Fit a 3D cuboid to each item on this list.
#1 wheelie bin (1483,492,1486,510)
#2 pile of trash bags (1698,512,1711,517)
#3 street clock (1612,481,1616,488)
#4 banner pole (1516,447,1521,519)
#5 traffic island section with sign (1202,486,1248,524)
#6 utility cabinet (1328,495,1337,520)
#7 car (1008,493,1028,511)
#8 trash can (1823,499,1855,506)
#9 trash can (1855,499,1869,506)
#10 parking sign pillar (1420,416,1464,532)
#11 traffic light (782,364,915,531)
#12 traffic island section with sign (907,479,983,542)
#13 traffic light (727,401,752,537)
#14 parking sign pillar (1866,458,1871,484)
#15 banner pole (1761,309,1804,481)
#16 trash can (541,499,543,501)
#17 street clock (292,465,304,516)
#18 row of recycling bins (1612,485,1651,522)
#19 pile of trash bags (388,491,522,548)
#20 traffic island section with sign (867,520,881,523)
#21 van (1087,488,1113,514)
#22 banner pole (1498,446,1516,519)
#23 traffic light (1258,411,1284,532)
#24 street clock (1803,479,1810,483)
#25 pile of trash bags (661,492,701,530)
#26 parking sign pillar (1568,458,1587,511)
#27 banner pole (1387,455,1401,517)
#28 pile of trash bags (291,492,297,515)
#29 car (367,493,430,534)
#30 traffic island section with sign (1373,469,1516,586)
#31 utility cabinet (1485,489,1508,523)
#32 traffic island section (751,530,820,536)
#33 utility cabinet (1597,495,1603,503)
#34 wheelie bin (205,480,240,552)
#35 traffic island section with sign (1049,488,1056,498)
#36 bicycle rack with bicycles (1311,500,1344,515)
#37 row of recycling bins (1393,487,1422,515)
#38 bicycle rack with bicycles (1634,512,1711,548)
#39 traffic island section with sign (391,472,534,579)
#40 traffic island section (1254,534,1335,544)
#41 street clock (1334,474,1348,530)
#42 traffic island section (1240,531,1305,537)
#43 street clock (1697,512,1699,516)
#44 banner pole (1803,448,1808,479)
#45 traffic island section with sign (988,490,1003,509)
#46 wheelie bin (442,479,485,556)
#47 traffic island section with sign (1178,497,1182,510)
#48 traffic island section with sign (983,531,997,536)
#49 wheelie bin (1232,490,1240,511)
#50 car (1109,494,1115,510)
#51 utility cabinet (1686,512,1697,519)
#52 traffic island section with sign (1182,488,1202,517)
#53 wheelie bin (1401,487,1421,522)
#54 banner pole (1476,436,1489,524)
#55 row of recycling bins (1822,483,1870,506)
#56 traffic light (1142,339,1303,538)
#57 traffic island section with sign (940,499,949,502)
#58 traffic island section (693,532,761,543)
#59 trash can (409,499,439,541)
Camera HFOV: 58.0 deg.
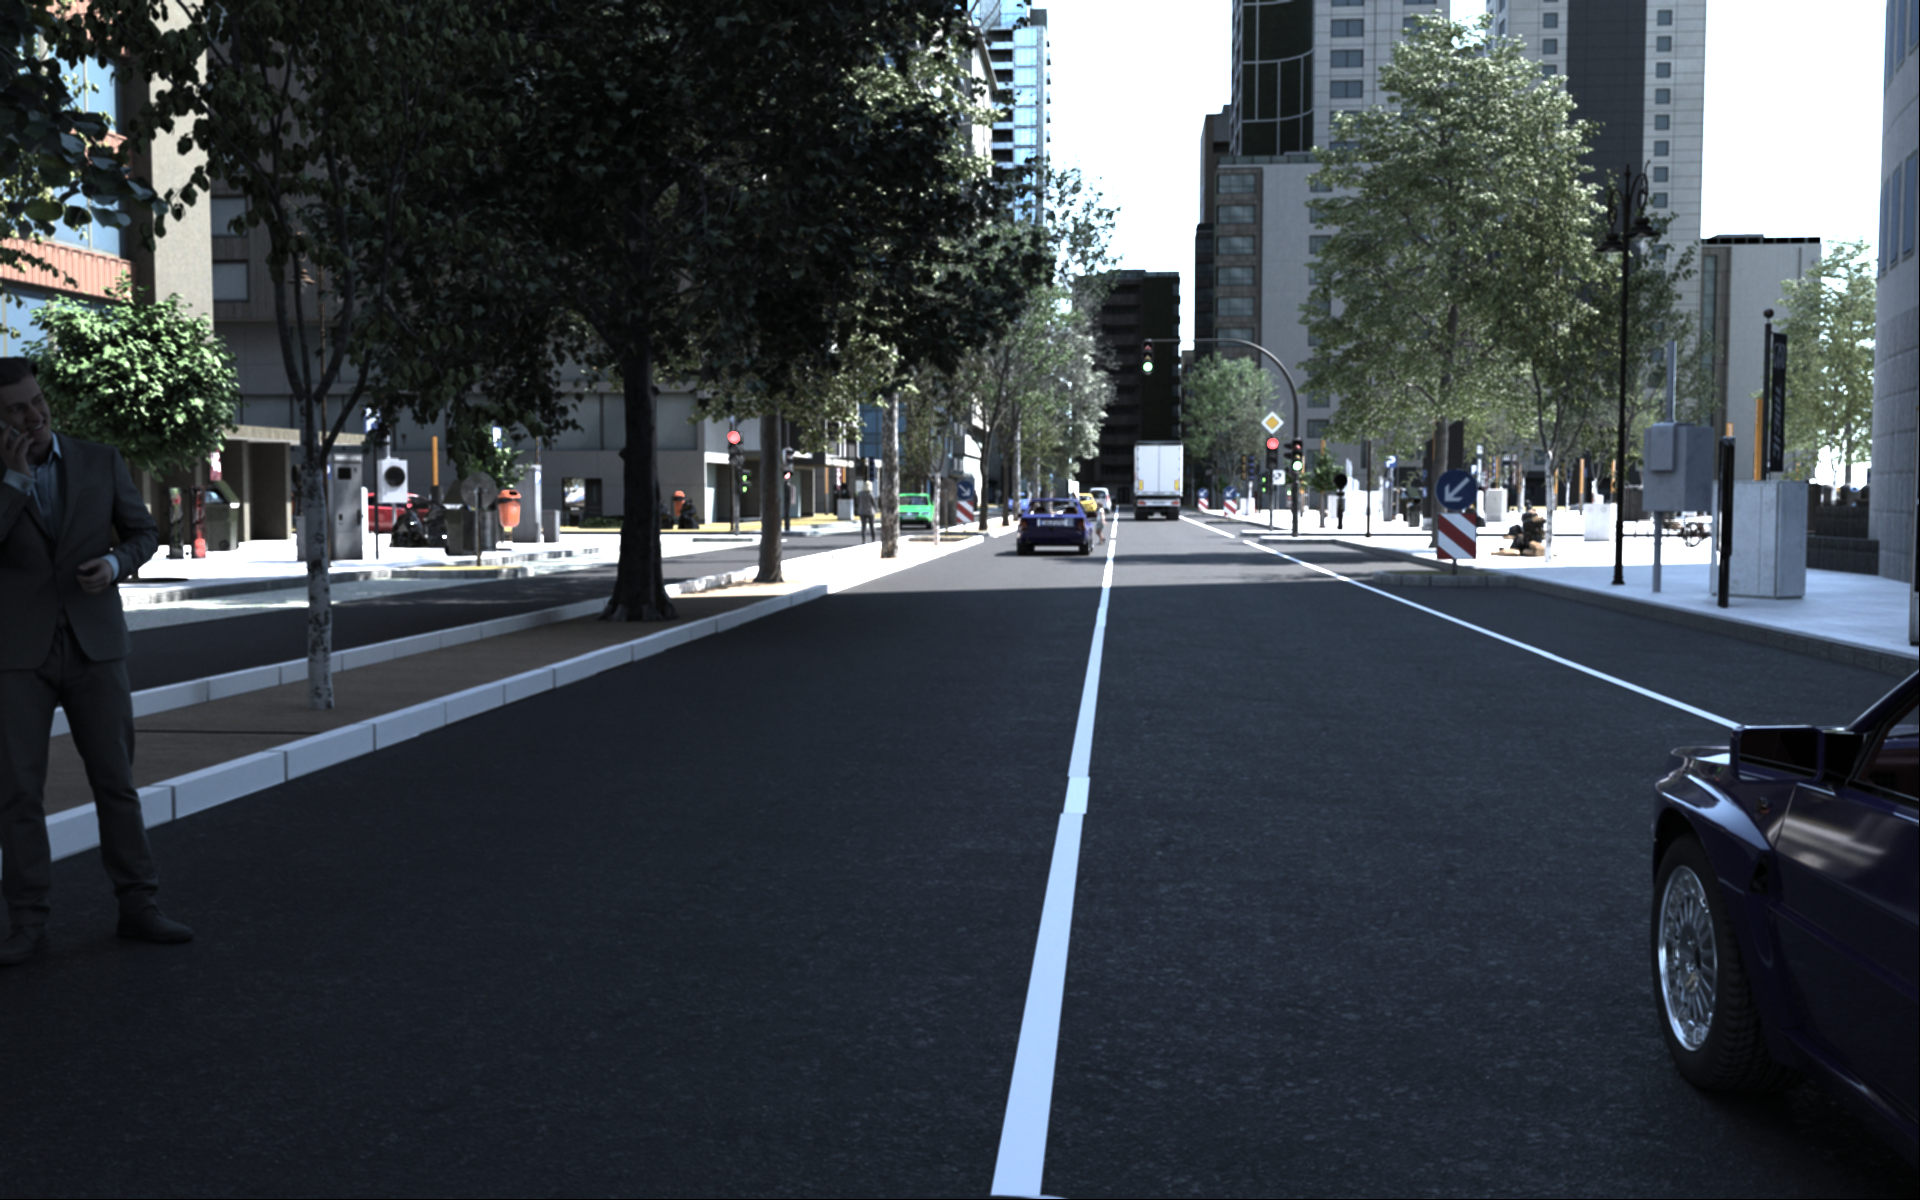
[{"bbox_3d":[35.663,-6.673,117.006,0.693,1.594,0.980,0,4,3],"label":"wheelie bin"},{"bbox_3d":[42.202,-5.472,99.226,3.447,1.369,1.912,1,4,8],"label":"pile of trash bags"},{"bbox_3d":[35.623,-5.463,93.888,0.358,2.002,0.471,-3,5,-39],"label":"street clock"},{"bbox_3d":[29.129,-6.156,90.665,0.401,3.779,0.863,-1,4,-21],"label":"banner pole"},{"bbox_3d":[12.883,-4.589,83.662,1.989,1.847,2.006,0,4,5],"label":"traffic island section with sign"},{"bbox_3d":[18.730,-4.643,87.071,0.306,1.237,1.020,0,4,2],"label":"utility cabinet"},{"bbox_3d":[4.887,-8.261,144.654,1.945,1.707,3.694,0,4,4],"label":"car"},{"bbox_3d":[20.847,-1.825,41.492,0.748,1.137,0.748,0,3,0],"label":"trash can"},{"bbox_3d":[26.010,-2.323,49.637,0.748,1.137,0.748,0,3,0],"label":"trash can"},{"bbox_3d":[16.631,-4.355,59.675,1.447,3.967,1.447,-1,4,-10],"label":"parking sign pillar"},{"bbox_3d":[-3.906,-5.223,60.058,4.771,5.953,1.251,0,4,5],"label":"traffic light"},{"bbox_3d":[-0.469,-2.686,52.058,2.006,1.907,1.989,0,4,5],"label":"traffic island section with sign"},{"bbox_3d":[-6.729,-3.874,52.263,0.839,4.253,0.868,0,4,5],"label":"traffic light"},{"bbox_3d":[65.744,-8.333,124.714,1.447,3.967,1.447,0,4,3],"label":"parking sign pillar"},{"bbox_3d":[11.088,-2.057,23.650,0.863,3.779,0.401,-3,5,-43],"label":"banner pole"},{"bbox_3d":[-12.220,-2.300,49.254,0.748,1.137,0.748,0,3,0],"label":"trash can"},{"bbox_3d":[-16.282,-2.332,42.703,0.358,2.002,0.471,-3,4,-37],"label":"street clock"},{"bbox_3d":[31.517,-4.532,81.209,1.069,1.692,3.534,0,4,3],"label":"row of recycling bins"},{"bbox_3d":[-12.119,-1.994,42.356,1.912,1.369,3.447,2,4,33],"label":"pile of trash bags"},{"bbox_3d":[-3.450,-4.662,84.850,1.989,1.847,2.006,0,4,5],"label":"traffic island section with sign"},{"bbox_3d":[10.230,-7.356,127.280,2.013,2.044,4.112,0,4,7],"label":"van"},{"bbox_3d":[28.005,-6.073,89.308,0.863,3.779,0.401,3,4,38],"label":"banner pole"},{"bbox_3d":[10.546,-4.269,58.713,0.839,4.253,0.868,0,4,5],"label":"traffic light"},{"bbox_3d":[41.179,-4.875,84.284,0.358,2.002,0.471,3,5,42],"label":"street clock"},{"bbox_3d":[-10.486,-3.310,63.869,1.912,1.369,3.447,0,4,-5],"label":"pile of trash bags"},{"bbox_3d":[46.478,-8.664,130.135,1.447,3.967,1.447,-1,4,-21],"label":"parking sign pillar"},{"bbox_3d":[24.693,-6.646,98.680,0.863,3.779,0.401,0,4,-1],"label":"banner pole"},{"bbox_3d":[-25.451,-3.657,69.536,3.447,1.369,1.912,-2,4,-27],"label":"pile of trash bags"},{"bbox_3d":[-18.183,-2.921,56.799,4.494,1.783,2.155,0,4,6],"label":"car"},{"bbox_3d":[7.754,-1.182,27.961,1.989,1.847,2.006,0,4,5],"label":"traffic island section with sign"},{"bbox_3d":[23.743,-4.161,76.710,0.318,1.500,1.173,-1,4,-18],"label":"utility cabinet"},{"bbox_3d":[-6.036,-2.329,60.353,2.009,0.180,2.903,0,4,5],"label":"traffic island section"},{"bbox_3d":[44.191,-6.663,120.109,1.020,1.237,0.306,-2,4,-35],"label":"utility cabinet"},{"bbox_3d":[-16.536,-1.882,38.685,0.693,1.594,0.980,0,4,-4],"label":"wheelie bin"},{"bbox_3d":[7.098,-7.714,134.258,2.006,1.907,1.989,0,4,5],"label":"traffic island section with sign"},{"bbox_3d":[23.204,-5.663,105.966,2.852,0.926,2.925,-1,4,-22],"label":"bicycle rack with bicycles"},{"bbox_3d":[28.000,-6.219,108.795,3.534,1.692,1.069,-3,4,-36],"label":"row of recycling bins"},{"bbox_3d":[18.165,-1.787,42.604,2.925,0.926,2.852,-1,4,-19],"label":"bicycle rack with bicycles"},{"bbox_3d":[-8.507,-1.307,29.995,1.989,1.847,2.006,0,4,5],"label":"traffic island section with sign"},{"bbox_3d":[9.853,-1.749,50.872,2.009,0.180,2.903,0,4,5],"label":"traffic island section"},{"bbox_3d":[13.541,-3.490,61.624,0.471,2.002,0.358,0,4,6],"label":"street clock"},{"bbox_3d":[10.585,-2.235,58.824,2.009,0.180,2.903,0,4,5],"label":"traffic island section"},{"bbox_3d":[40.354,-5.523,94.864,0.471,2.002,0.358,0,4,8],"label":"street clock"},{"bbox_3d":[45.430,-6.311,93.202,0.401,3.779,0.863,0,4,5],"label":"banner pole"},{"bbox_3d":[3.627,-9.359,161.655,1.989,1.847,2.006,0,4,5],"label":"traffic island section with sign"},{"bbox_3d":[-10.260,-1.709,35.852,0.980,1.594,0.693,2,4,33],"label":"wheelie bin"},{"bbox_3d":[19.929,-9.267,160.150,1.989,1.847,2.006,0,4,5],"label":"traffic island section with sign"},{"bbox_3d":[0.220,-3.137,59.434,2.006,1.907,1.989,0,4,5],"label":"traffic island section with sign"},{"bbox_3d":[20.811,-7.551,131.359,0.980,1.594,0.693,3,5,40],"label":"wheelie bin"},{"bbox_3d":[13.321,-9.106,160.675,2.131,1.459,4.920,0,4,6],"label":"car"},{"bbox_3d":[38.203,-4.891,91.132,1.020,1.237,0.306,3,5,41],"label":"utility cabinet"},{"bbox_3d":[15.361,-6.231,110.503,1.989,1.847,2.006,0,4,5],"label":"traffic island section with sign"},{"bbox_3d":[20.581,-4.362,79.229,0.980,1.594,0.693,-2,4,-27],"label":"wheelie bin"},{"bbox_3d":[22.507,-5.181,74.734,0.863,3.779,0.401,-3,4,-37],"label":"banner pole"},{"bbox_3d":[34.448,-3.624,66.366,3.534,1.692,1.069,0,4,-7],"label":"row of recycling bins"},{"bbox_3d":[7.723,-4.657,50.812,4.771,5.953,1.251,0,4,5],"label":"traffic light"},{"bbox_3d":[-0.979,-6.304,111.692,1.989,1.847,2.006,0,4,5],"label":"traffic island section with sign"},{"bbox_3d":[-6.768,-1.842,52.401,2.009,0.180,2.903,0,4,5],"label":"traffic island section"},{"bbox_3d":[-14.250,-2.106,46.081,0.748,1.137,0.748,0,3,0],"label":"trash can"}]
